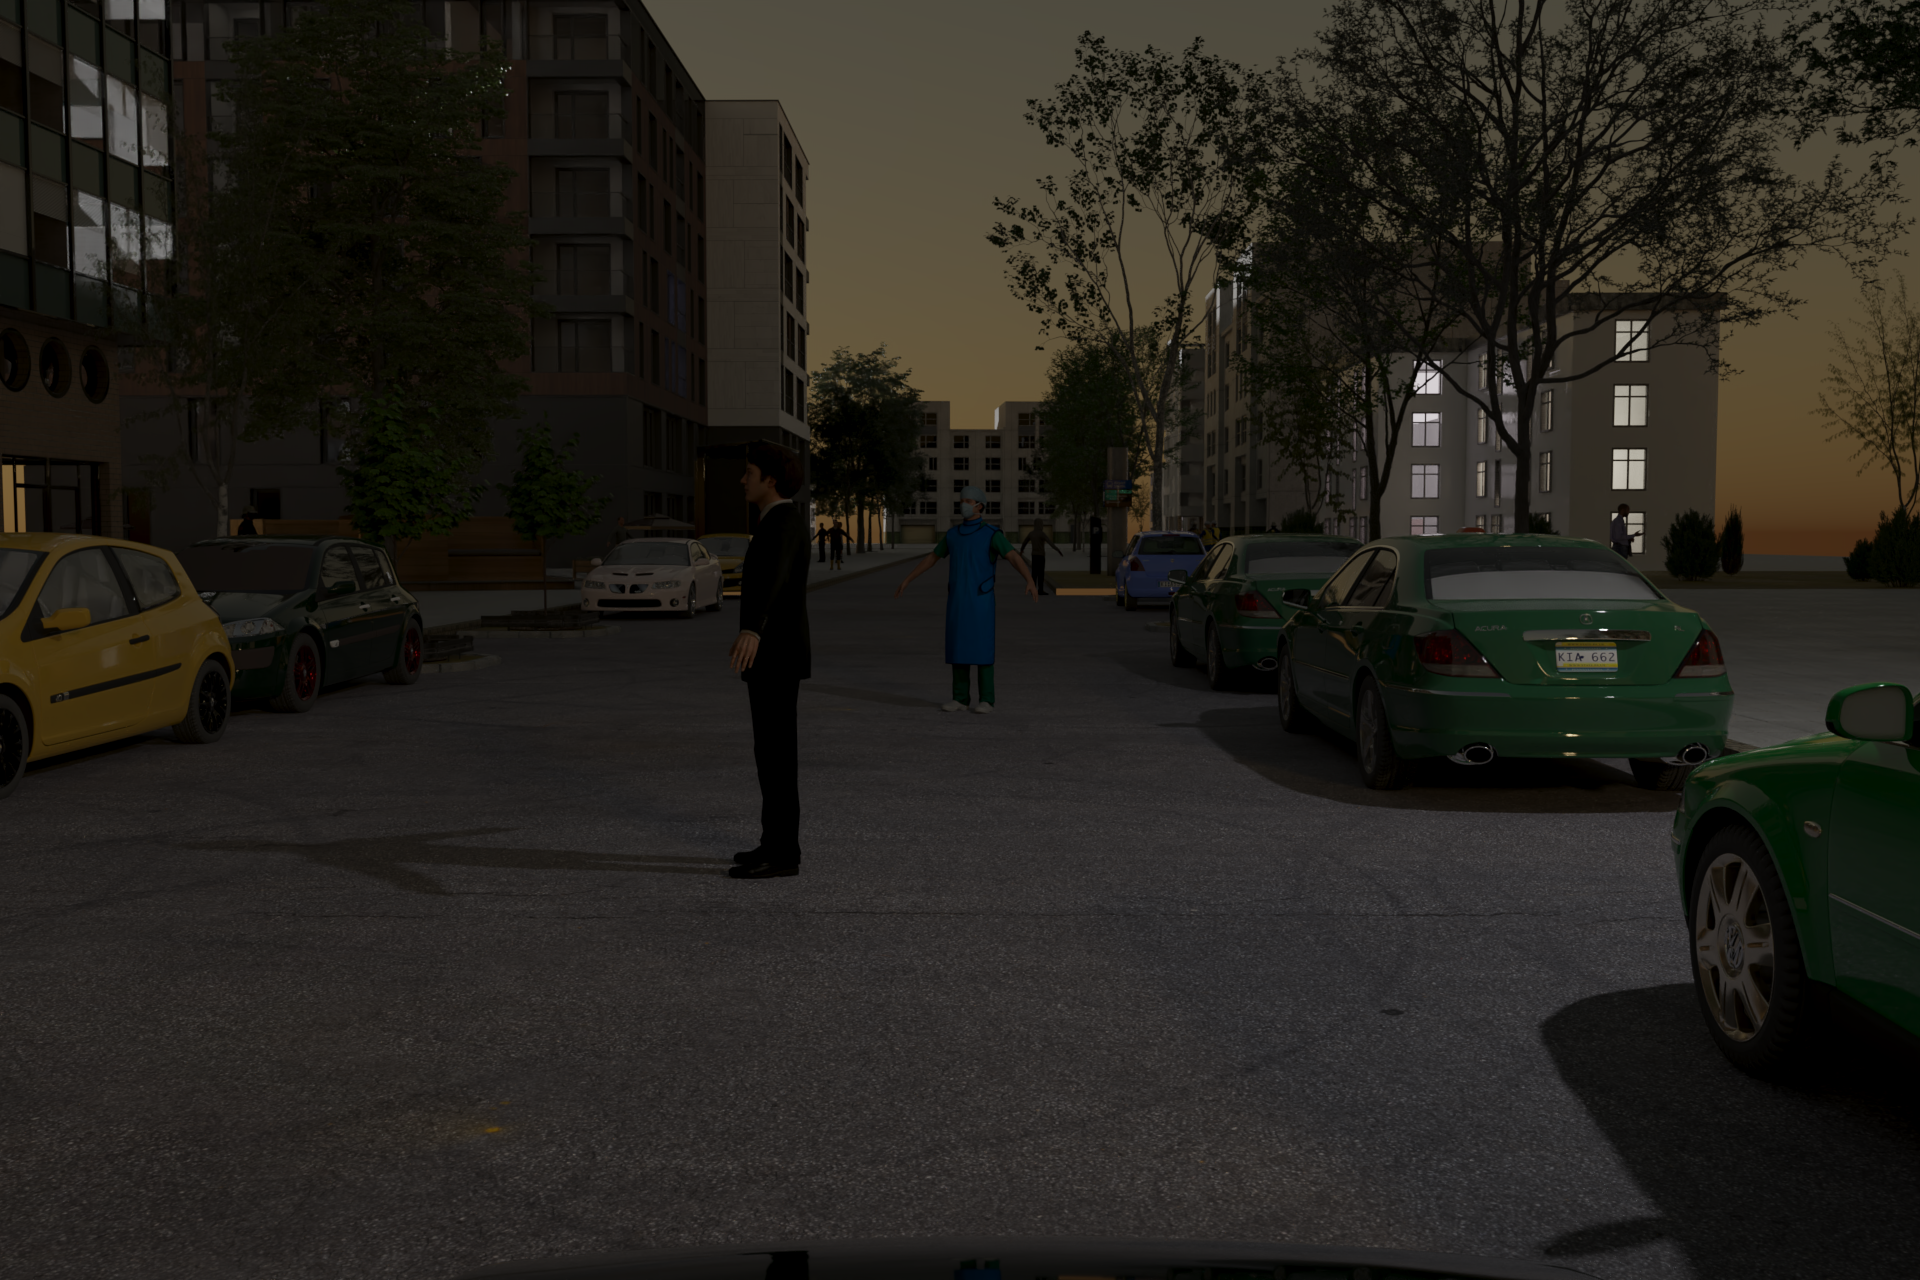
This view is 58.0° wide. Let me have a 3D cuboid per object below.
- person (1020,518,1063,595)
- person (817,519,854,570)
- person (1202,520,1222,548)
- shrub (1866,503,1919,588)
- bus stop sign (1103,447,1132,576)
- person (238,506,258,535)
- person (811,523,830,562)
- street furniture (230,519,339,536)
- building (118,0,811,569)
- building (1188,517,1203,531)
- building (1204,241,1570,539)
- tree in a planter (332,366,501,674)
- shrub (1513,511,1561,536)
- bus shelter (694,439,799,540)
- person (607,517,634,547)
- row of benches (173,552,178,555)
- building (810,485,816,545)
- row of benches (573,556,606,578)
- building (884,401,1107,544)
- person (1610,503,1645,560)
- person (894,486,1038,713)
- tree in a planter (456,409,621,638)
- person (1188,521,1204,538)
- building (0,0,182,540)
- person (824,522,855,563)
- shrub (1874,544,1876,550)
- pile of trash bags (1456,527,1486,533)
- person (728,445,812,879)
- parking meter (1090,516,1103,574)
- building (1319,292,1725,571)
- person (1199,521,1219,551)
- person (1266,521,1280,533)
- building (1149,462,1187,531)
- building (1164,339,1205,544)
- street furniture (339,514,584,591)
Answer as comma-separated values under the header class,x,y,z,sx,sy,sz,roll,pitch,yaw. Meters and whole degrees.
class,x,y,z,sx,sy,sz,roll,pitch,yaw
person,1.862,-1.967,40.741,0.705,1.813,1.348,-3,5,-44
person,-4.466,-3.422,62.093,1.346,1.812,0.704,0,4,-7
person,10.036,-3.831,68.606,0.705,1.833,1.349,3,5,41
shrub,22.720,-2.284,41.755,1.690,2.028,1.600,0,3,0
bus stop sign,4.806,-3.904,52.851,0.837,3.901,0.837,0,4,2
person,-14.105,-1.749,34.465,0.704,1.845,1.351,0,4,-5
person,-6.288,-4.423,78.542,0.704,1.802,1.346,-3,5,-42
street furniture,-18.599,-2.938,54.895,11.010,1.723,9.812,3,5,39
building,-22.508,-14.432,79.931,27.936,21.610,32.646,0,4,1
building,29.512,-20.092,184.930,16.016,20.090,11.380,0,4,1
building,26.230,-15.104,113.409,16.747,18.905,31.486,0,4,1
tree in a planter,-6.082,-1.308,18.609,1.991,3.239,1.994,0,4,2
shrub,18.320,-3.104,55.162,1.690,2.028,1.600,0,3,0
bus shelter,-5.575,-3.347,46.000,1.731,3.624,6.357,0,4,3
person,-10.228,-2.819,52.368,0.705,1.796,1.348,2,4,33
row of benches,-26.649,-2.724,59.994,1.422,0.672,4.104,-3,4,-37
building,-21.397,-16.024,204.132,9.099,9.664,28.070,0,4,1
row of benches,-9.209,-2.032,48.679,4.104,0.672,1.422,2,4,34
building,5.461,-22.509,236.929,31.486,18.905,16.747,0,4,-4
person,12.193,-1.575,31.660,0.599,1.838,0.709,1,4,17
person,0.078,-0.327,13.934,1.347,1.817,0.704,2,4,33
tree in a planter,-5.955,-1.685,24.772,1.991,3.239,1.994,0,4,1
person,10.293,-4.305,76.148,1.354,1.858,0.705,-1,4,-9
building,-30.769,-13.246,23.152,21.656,26.213,47.522,0,4,1
person,-5.300,-4.270,75.966,1.345,1.843,0.704,-1,4,-16
shrub,29.323,-2.690,55.099,1.383,1.207,1.383,0,3,0
pile of trash bags,6.547,-0.693,21.081,1.912,1.369,3.447,0,4,2
person,-0.816,0.079,7.347,0.705,1.806,1.347,0,4,-4
parking meter,4.340,-3.029,55.235,0.399,1.863,0.255,0,4,0
building,22.381,-8.086,74.352,9.099,9.664,28.070,0,4,2
person,9.301,-3.558,64.630,1.216,1.772,0.721,-3,5,-42
person,14.301,-4.474,78.937,1.354,1.856,0.705,1,4,22
building,27.892,-15.914,202.344,9.099,9.664,28.070,0,4,1
building,25.097,-19.089,168.530,16.016,20.090,11.380,0,4,1
street furniture,-13.745,-2.179,42.489,11.010,1.723,9.812,-2,4,-25
